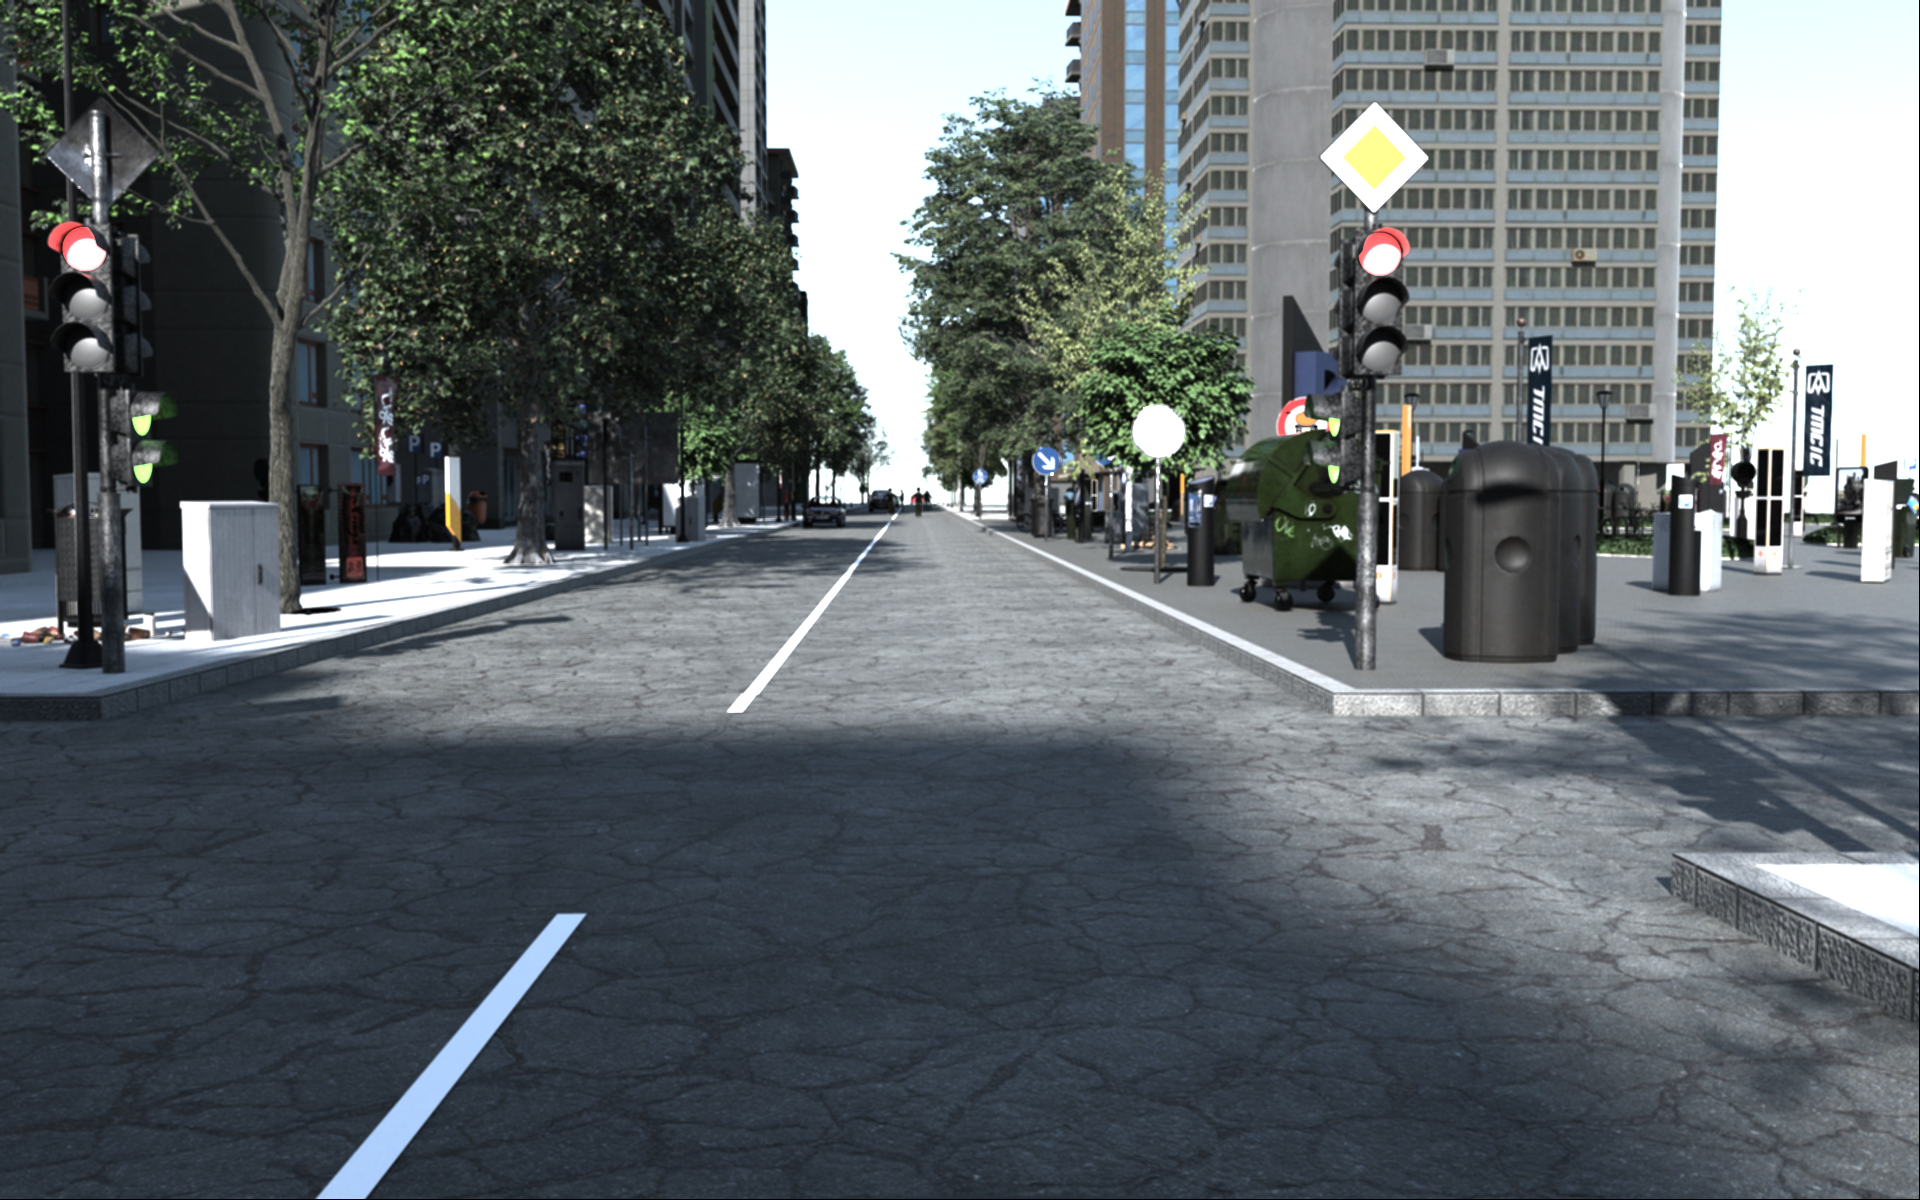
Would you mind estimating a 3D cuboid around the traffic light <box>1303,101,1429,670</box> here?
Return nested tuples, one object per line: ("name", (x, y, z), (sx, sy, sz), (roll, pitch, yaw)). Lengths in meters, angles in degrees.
("traffic light", (2.949, -1.447, 12.576), (0.839, 4.253, 0.868), (0, 4, -2))

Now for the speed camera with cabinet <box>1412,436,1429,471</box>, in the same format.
("speed camera with cabinet", (16.349, -3.967, 59.192), (2.038, 3.252, 0.660), (2, 4, 24))

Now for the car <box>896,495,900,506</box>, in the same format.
("car", (-8.357, -12.266, 212.917), (2.083, 1.381, 4.827), (0, 4, -2))

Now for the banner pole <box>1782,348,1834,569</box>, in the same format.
("banner pole", (14.494, -2.423, 29.631), (0.401, 3.779, 0.863), (-3, 5, -39))

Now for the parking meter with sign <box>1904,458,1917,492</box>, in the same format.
("parking meter with sign", (45.829, -5.349, 83.710), (0.543, 3.016, 1.738), (2, 4, 32))

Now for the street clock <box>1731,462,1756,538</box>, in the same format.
("street clock", (17.504, -2.090, 38.742), (0.471, 2.002, 0.358), (0, 4, -7))

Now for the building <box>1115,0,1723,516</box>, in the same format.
("building", (25.773, -24.993, 100.523), (32.217, 40.220, 23.993), (0, 4, -2))

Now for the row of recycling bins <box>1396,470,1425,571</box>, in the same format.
("row of recycling bins", (8.108, -1.333, 28.912), (1.069, 1.692, 3.534), (-3, 5, -42))

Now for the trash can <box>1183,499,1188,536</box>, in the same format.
("trash can", (7.204, -2.536, 53.114), (0.748, 1.137, 0.748), (0, 3, 0))

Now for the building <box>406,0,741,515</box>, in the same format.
("building", (-28.542, -31.139, 132.819), (21.300, 48.544, 21.600), (0, 4, -2))

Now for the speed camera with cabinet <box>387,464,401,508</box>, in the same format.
("speed camera with cabinet", (-17.347, -3.423, 50.296), (2.038, 3.252, 0.660), (0, 4, -2))

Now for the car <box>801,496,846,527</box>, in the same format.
("car", (-5.925, -3.861, 75.707), (1.945, 1.354, 3.894), (0, 4, -1))

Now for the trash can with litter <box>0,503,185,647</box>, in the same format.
("trash can with litter", (-8.065, -0.262, 15.338), (2.233, 1.210, 1.678), (0, 3, 0))

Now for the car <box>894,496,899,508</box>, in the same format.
("car", (-7.462, -10.733, 184.284), (1.959, 1.807, 4.718), (0, 4, -3))

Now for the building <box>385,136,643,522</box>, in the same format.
("building", (-28.091, -28.950, 97.038), (21.300, 48.544, 21.600), (0, 4, -2))

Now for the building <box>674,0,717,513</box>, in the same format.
("building", (-24.064, -26.407, 115.347), (14.154, 41.232, 14.086), (0, 4, -2))

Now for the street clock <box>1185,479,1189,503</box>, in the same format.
("street clock", (10.700, -4.704, 81.478), (0.471, 2.002, 0.358), (1, 4, 19))

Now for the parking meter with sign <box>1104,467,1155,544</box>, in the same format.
("parking meter with sign", (4.523, -2.988, 45.107), (1.738, 3.016, 0.543), (-3, 5, -40))

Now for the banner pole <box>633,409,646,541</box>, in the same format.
("banner pole", (-8.764, -3.505, 47.331), (0.401, 3.779, 0.863), (0, 4, -6))

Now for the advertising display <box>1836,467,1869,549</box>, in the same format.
("advertising display", (21.078, -2.185, 40.939), (0.123, 1.923, 0.974), (-1, 4, -9))

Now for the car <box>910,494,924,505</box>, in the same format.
("car", (-5.759, -13.668, 232.507), (2.155, 1.783, 4.494), (0, 4, -1))

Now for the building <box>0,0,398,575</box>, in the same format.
("building", (-29.217, -11.513, 33.278), (27.650, 21.520, 28.899), (0, 4, -2))

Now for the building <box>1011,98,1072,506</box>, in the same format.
("building", (13.882, -33.444, 196.925), (14.600, 45.320, 14.200), (0, 4, -2))

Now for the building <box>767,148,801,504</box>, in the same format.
("building", (-31.298, -34.217, 214.076), (22.147, 44.769, 28.867), (0, 4, -2))

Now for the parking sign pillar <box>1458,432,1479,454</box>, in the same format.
("parking sign pillar", (22.034, -5.262, 74.506), (1.447, 3.967, 1.447), (-2, 4, -31))

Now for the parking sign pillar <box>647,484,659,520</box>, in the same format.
("parking sign pillar", (-14.983, -5.975, 86.166), (1.447, 3.967, 1.447), (1, 4, 20))

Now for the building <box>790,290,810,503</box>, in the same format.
("building", (-28.058, -28.427, 236.486), (14.160, 30.474, 14.107), (0, 4, -2))

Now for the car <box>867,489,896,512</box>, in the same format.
("car", (-6.319, -8.032, 139.995), (2.281, 1.827, 5.304), (0, 4, -1))

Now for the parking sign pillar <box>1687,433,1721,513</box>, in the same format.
("parking sign pillar", (33.057, -5.415, 77.010), (1.447, 3.967, 1.447), (0, 4, 0))

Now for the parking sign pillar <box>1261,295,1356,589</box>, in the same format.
("parking sign pillar", (4.942, -2.178, 24.075), (1.447, 3.967, 1.447), (3, 4, 36))

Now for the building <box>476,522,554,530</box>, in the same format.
("building", (-27.596, -27.378, 71.338), (21.300, 48.544, 21.600), (0, 4, -2))

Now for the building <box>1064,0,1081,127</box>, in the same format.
("building", (19.954, -29.735, 140.796), (22.147, 44.769, 28.867), (0, 4, -2))

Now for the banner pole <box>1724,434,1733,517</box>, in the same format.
("banner pole", (31.670, -4.976, 71.378), (0.401, 3.779, 0.863), (3, 5, 42))

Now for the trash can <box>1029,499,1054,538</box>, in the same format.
("trash can", (2.406, -2.405, 50.983), (0.748, 1.137, 0.748), (0, 3, 0))

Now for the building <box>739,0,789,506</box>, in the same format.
("building", (-29.359, -45.884, 188.454), (20.563, 71.187, 20.611), (0, 4, -2))

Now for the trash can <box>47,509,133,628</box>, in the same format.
("trash can", (-8.420, -0.315, 16.798), (0.748, 1.137, 0.748), (0, 3, 0))

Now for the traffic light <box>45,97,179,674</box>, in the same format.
("traffic light", (-6.059, -1.431, 12.317), (0.839, 4.253, 0.868), (0, 4, -2))

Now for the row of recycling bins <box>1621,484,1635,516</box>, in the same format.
("row of recycling bins", (25.296, -3.782, 68.947), (1.069, 1.692, 3.534), (-2, 4, -33))

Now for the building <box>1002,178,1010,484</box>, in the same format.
("building", (17.130, -35.357, 232.710), (22.147, 44.769, 28.867), (0, 4, -2))

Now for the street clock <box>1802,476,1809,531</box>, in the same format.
("street clock", (29.095, -3.383, 59.878), (0.471, 2.002, 0.358), (-3, 4, -38))

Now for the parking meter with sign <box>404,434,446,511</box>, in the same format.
("parking meter with sign", (-15.515, -3.354, 51.102), (0.543, 3.016, 1.738), (1, 4, 21))

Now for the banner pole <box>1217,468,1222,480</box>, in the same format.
("banner pole", (11.285, -5.219, 75.349), (0.401, 3.779, 0.863), (0, 4, -5))

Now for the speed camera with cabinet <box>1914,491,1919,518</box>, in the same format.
("speed camera with cabinet", (49.347, -5.712, 87.733), (2.038, 3.252, 0.660), (1, 4, 21))

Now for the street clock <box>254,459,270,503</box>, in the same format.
("street clock", (-14.228, -1.893, 35.520), (0.471, 2.002, 0.358), (2, 4, 33))

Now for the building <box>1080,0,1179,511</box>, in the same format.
("building", (15.822, -28.688, 119.166), (14.600, 45.320, 14.200), (0, 4, -2))

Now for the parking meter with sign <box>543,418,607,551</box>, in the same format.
("parking meter with sign", (-8.946, -2.648, 39.554), (1.738, 3.016, 0.543), (-1, 4, -15))

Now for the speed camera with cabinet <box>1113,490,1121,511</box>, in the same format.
("speed camera with cabinet", (7.270, -4.980, 75.756), (0.660, 3.252, 2.038), (-2, 4, -24))

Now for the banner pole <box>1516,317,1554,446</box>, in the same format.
("banner pole", (8.040, -2.104, 24.424), (0.401, 3.779, 0.863), (-1, 4, -23))

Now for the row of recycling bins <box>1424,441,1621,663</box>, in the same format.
("row of recycling bins", (4.835, -0.463, 14.676), (1.069, 1.692, 3.534), (2, 4, 25))

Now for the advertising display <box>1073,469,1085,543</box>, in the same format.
("advertising display", (3.129, -2.466, 45.527), (0.123, 1.923, 0.974), (0, 4, -6))
